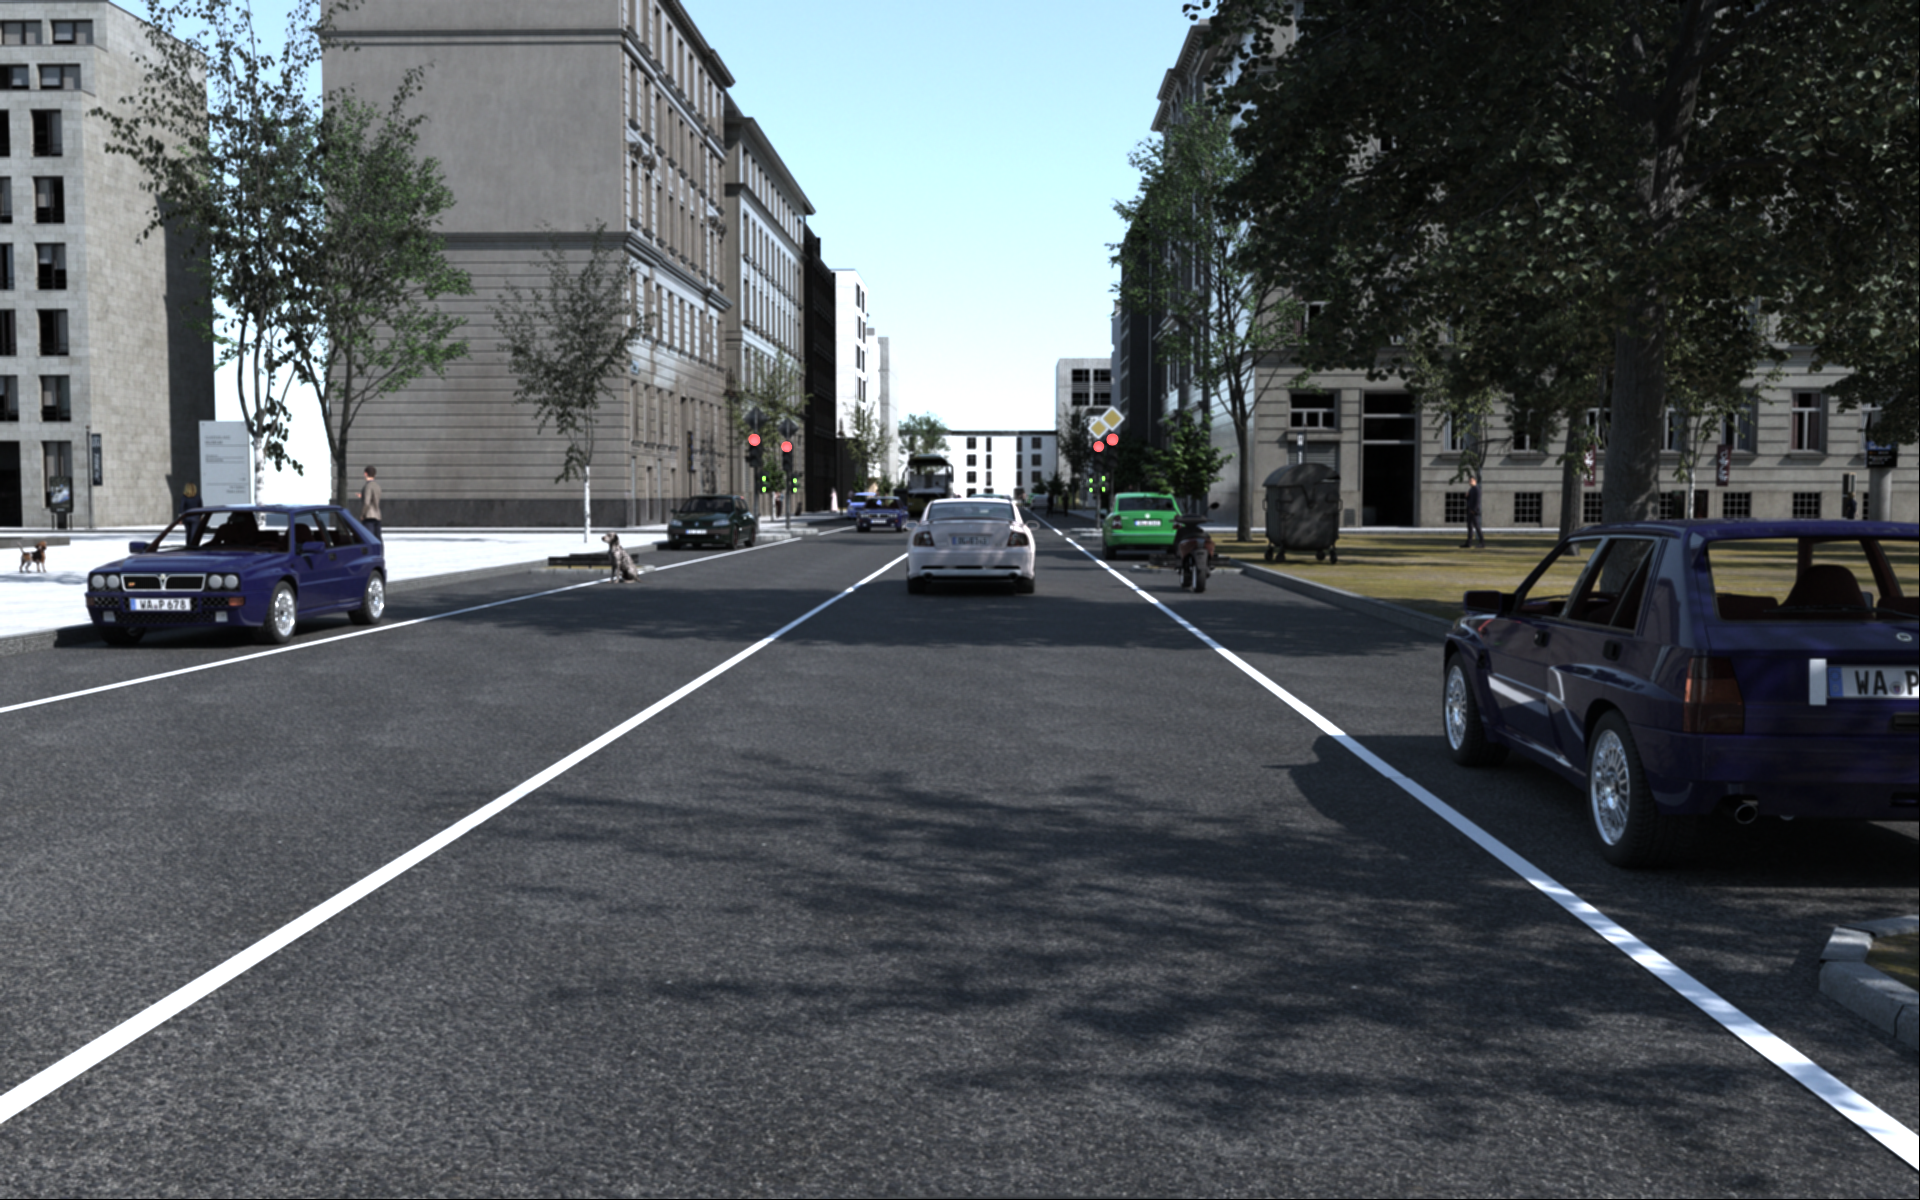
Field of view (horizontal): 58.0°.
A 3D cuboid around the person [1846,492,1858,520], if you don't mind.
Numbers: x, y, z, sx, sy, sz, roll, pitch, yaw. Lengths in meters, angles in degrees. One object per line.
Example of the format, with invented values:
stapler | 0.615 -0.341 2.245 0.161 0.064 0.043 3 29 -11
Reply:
person | 30.144 -2.918 58.745 0.613 1.512 0.480 0 4 1

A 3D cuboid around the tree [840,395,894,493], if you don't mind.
tree | -6.919 -10.839 127.582 4.737 8.622 4.395 0 3 0

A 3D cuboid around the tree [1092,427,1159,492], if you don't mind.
tree | 8.124 -6.105 83.526 4.285 4.588 4.351 0 3 0

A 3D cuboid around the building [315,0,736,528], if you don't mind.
building | -18.035 -17.136 77.443 12.463 27.353 25.104 0 4 2

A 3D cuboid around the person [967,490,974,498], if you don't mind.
person | 1.103 -8.959 155.116 1.348 1.807 0.705 2 4 24

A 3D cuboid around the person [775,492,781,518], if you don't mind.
person | -9.716 -5.154 91.772 0.517 1.644 0.566 3 4 36

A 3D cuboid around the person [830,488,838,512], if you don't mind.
person | -8.932 -7.052 122.019 0.621 1.740 0.551 0 4 0

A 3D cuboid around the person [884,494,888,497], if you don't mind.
person | -6.473 -8.858 150.867 0.705 1.824 1.348 0 4 2

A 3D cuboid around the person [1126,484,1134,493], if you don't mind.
person | 7.962 -4.486 79.921 0.617 1.759 0.750 -2 4 -31

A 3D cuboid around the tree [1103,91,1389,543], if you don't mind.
tree | 7.396 -7.336 45.706 9.928 11.665 9.643 0 3 0

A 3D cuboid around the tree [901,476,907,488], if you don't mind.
tree | -6.010 -11.560 183.609 1.663 3.219 1.824 0 3 0

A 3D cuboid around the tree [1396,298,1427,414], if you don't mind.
tree | 14.367 -6.007 48.581 4.737 8.622 4.395 0 3 0

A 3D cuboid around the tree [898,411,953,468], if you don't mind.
tree | -4.695 -17.698 215.118 9.928 11.665 9.643 0 3 0

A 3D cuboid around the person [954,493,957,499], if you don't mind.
person | -0.528 -7.487 133.129 0.499 1.552 0.429 3 4 39

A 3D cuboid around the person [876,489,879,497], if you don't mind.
person | -7.368 -9.189 156.961 0.721 1.739 1.217 0 4 3

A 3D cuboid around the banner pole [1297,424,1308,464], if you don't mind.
banner pole | 12.130 -4.367 61.415 0.401 3.779 0.863 3 4 39

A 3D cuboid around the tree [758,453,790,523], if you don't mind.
tree | -8.597 -5.101 78.002 1.663 3.219 1.824 0 3 0

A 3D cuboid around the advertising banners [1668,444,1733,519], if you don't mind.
advertising banners | 26.225 -3.985 61.346 2.074 3.025 0.090 2 4 32

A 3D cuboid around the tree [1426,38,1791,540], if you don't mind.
tree | 11.236 -4.815 29.090 4.737 8.622 4.395 0 3 0

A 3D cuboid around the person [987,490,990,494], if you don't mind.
person | 2.545 -8.767 151.849 0.705 1.822 1.348 2 4 32

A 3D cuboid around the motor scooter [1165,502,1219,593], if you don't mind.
motor scooter | 3.472 -0.796 25.791 0.815 1.314 1.986 0 3 0

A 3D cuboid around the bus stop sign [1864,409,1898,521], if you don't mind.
bus stop sign | 28.762 -3.982 54.125 0.837 3.901 0.837 1 4 23

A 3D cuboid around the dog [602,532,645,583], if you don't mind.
dog | -5.354 -0.686 28.045 0.800 0.831 0.513 0 4 -1

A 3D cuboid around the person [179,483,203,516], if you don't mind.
person | -15.424 -1.602 34.780 0.480 1.512 0.613 -3 4 -36

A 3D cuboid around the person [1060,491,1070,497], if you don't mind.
person | 12.043 -11.741 198.015 1.348 1.822 0.705 2 4 34

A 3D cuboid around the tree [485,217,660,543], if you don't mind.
tree | -10.069 -5.813 45.405 4.360 8.622 3.978 0 3 0

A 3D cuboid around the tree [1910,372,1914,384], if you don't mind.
tree | 28.616 -5.967 47.918 4.360 8.622 3.978 0 3 0

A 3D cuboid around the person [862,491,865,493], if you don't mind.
person | -6.788 -6.918 121.698 0.480 1.512 0.613 -2 4 -32

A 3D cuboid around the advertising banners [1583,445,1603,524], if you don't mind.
advertising banners | 22.986 -3.982 61.300 2.074 3.025 0.090 0 4 -2

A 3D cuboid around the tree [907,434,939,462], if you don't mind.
tree | -4.456 -15.737 207.668 4.737 8.622 4.395 0 3 0

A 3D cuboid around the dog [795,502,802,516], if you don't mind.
dog | -9.234 -5.205 99.482 0.513 0.831 0.800 0 4 7

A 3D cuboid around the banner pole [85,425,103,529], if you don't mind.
banner pole | -31.558 -4.471 63.113 0.863 3.779 0.401 1 4 21

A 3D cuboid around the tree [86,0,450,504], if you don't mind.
tree | -9.111 -4.440 22.963 4.360 8.622 3.978 0 3 0

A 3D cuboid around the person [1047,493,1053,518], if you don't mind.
person | 5.429 -5.736 104.830 0.480 1.512 0.613 -3 5 -43

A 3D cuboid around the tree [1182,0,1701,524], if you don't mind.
tree | 6.401 -6.680 15.876 9.857 13.997 8.962 0 3 0

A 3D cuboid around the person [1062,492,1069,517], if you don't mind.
person | 6.696 -6.079 110.159 0.482 1.546 0.388 -3 5 -39

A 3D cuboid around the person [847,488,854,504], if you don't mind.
person | -7.356 -6.797 118.115 0.436 1.711 0.756 -2 4 -28

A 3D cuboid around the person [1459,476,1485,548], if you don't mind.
person | 12.141 -2.082 41.003 0.530 1.710 0.541 0 4 2

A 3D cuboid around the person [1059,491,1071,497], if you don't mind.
person | 11.072 -10.797 182.583 1.348 1.824 0.705 0 4 -3

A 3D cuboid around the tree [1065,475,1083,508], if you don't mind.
tree | 10.691 -10.443 165.346 1.663 3.219 1.824 0 3 0

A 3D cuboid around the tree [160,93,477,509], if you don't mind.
tree | -16.730 -7.368 46.214 9.928 11.665 9.643 0 3 0

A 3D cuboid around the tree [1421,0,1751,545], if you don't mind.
tree | 12.822 -6.960 35.854 6.751 12.117 7.091 0 3 0

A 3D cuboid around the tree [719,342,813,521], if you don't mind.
tree | -9.206 -8.118 83.088 4.737 8.622 4.395 0 3 0

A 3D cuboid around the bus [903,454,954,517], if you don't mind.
bus | -1.839 -7.275 110.491 2.896 3.916 12.252 0 4 2

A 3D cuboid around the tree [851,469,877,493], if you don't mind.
tree | -7.660 -8.392 131.810 1.663 3.219 1.824 0 3 0

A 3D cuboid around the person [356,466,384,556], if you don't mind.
person | -10.251 -1.419 29.773 0.750 1.759 0.617 2 4 24

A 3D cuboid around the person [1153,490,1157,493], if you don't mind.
person | 7.802 -3.827 71.806 0.799 1.438 0.628 -1 4 -17

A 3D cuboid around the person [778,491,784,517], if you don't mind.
person | -10.097 -5.424 96.937 0.429 1.552 0.499 -3 5 -42

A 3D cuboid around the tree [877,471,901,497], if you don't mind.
tree | -6.274 -9.158 144.331 1.663 3.219 1.824 0 3 0

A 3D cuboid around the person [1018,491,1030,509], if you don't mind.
person | 6.154 -9.697 167.762 1.217 1.736 0.721 1 4 9

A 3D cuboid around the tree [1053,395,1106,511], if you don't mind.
tree | 9.130 -10.825 127.344 4.360 8.622 3.978 0 3 0

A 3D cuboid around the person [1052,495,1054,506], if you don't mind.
person | 10.211 -11.331 191.271 0.705 1.831 1.348 -1 4 -14
